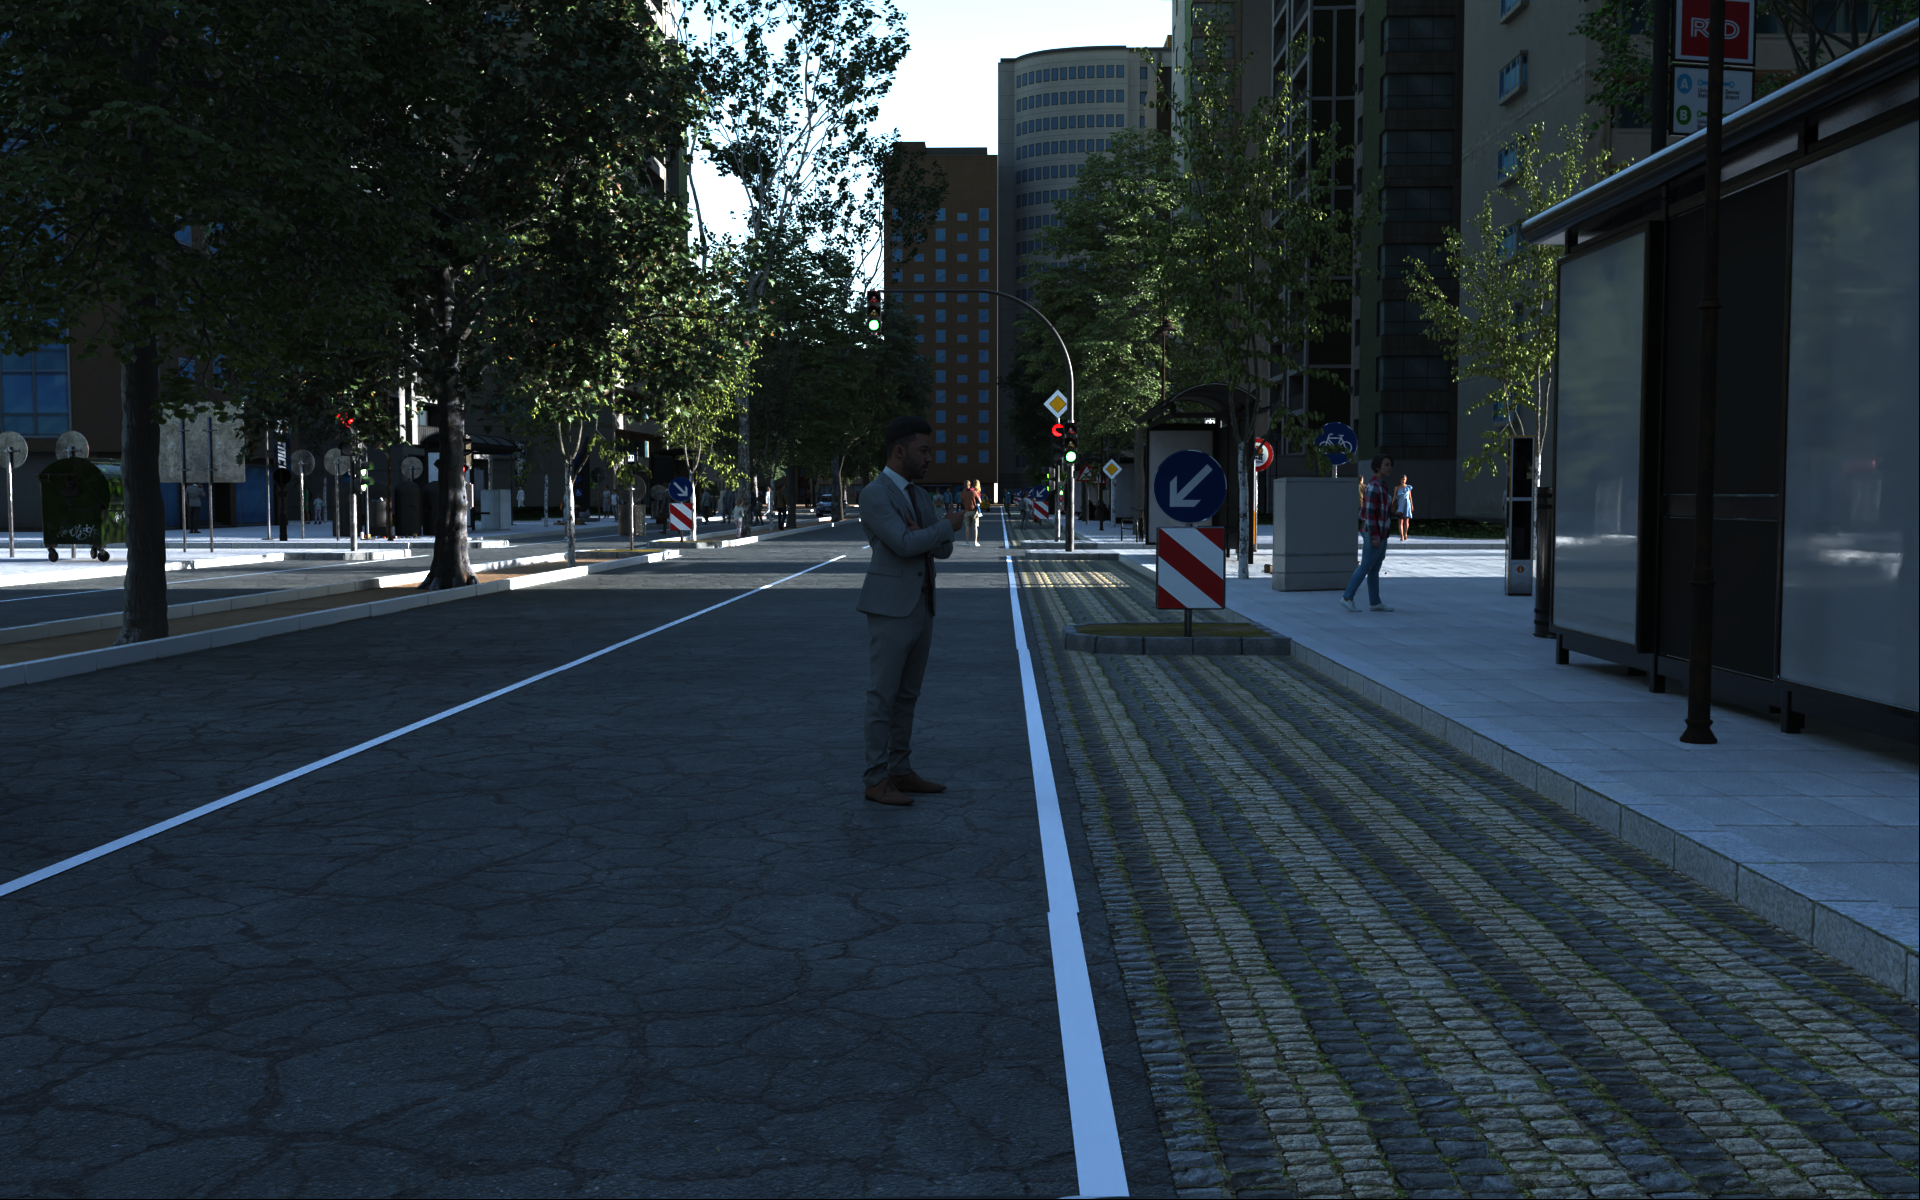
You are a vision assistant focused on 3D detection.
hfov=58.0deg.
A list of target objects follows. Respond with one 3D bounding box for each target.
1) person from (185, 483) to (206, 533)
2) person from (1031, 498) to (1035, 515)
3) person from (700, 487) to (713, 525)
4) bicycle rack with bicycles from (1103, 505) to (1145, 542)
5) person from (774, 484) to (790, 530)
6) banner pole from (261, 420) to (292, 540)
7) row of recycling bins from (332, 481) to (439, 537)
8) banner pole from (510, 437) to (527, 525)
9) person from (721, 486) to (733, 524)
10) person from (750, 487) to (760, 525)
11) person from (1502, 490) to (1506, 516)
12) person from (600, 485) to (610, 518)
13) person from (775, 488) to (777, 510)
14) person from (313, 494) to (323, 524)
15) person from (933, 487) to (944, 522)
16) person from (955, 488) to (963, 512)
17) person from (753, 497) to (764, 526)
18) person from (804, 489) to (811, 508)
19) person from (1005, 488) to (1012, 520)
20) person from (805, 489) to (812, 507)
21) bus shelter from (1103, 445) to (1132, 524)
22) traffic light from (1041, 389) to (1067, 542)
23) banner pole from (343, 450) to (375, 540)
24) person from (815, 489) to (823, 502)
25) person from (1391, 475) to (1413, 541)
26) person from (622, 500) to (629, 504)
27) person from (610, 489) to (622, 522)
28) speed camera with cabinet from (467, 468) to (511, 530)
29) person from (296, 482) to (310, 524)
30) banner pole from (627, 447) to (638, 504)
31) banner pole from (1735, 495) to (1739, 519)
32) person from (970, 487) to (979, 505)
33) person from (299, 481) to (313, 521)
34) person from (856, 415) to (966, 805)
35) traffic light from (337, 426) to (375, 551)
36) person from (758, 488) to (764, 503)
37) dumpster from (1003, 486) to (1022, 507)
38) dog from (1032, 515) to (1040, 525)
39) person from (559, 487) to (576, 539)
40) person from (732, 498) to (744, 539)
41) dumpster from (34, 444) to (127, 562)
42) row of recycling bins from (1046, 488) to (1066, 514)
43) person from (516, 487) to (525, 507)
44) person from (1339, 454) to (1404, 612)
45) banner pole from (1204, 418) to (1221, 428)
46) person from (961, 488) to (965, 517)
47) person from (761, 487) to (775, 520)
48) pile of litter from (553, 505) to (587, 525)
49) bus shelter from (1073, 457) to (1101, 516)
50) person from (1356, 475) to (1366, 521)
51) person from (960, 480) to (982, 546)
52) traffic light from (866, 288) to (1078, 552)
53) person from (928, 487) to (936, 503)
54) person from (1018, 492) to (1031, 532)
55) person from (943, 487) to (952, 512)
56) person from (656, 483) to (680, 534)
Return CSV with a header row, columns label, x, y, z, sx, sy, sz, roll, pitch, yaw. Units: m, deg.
label,x,y,z,sx,sy,sz,roll,pitch,yaw
person,-25.042,-3.086,56.688,0.592,1.802,0.473,1,4,10
person,4.077,-4.921,93.971,0.382,1.210,0.505,-1,4,-16
person,-11.692,-4.356,80.205,0.515,1.767,0.782,1,4,22
bicycle rack with bicycles,5.551,-2.059,47.046,2.852,0.926,2.925,0,4,-7
person,-7.041,-3.680,68.583,0.656,1.842,0.836,0,4,0
banner pole,-19.184,-3.583,48.601,0.863,3.779,0.401,-1,4,-19
row of recycling bins,-17.335,-2.806,52.998,3.534,1.692,1.069,-2,4,-32
banner pole,-18.250,-4.970,71.284,0.863,3.779,0.401,0,4,5
person,-11.320,-4.627,84.244,0.635,1.810,0.391,1,4,15
person,-9.644,-4.375,80.377,0.623,1.781,0.721,3,4,37
person,18.941,-3.224,59.503,0.466,1.731,0.760,-2,4,-27
person,-18.868,-5.229,92.109,0.480,1.755,0.524,1,4,22
person,-14.874,-8.216,140.892,0.721,1.766,1.217,1,4,16
person,-27.199,-3.854,73.331,0.394,1.301,0.425,2,4,28
person,-0.887,-3.672,69.544,0.512,1.701,0.522,-1,4,-14
person,-0.023,-6.185,109.638,0.660,1.820,0.620,1,4,10
person,-9.127,-4.028,78.626,0.475,1.303,0.640,2,4,32
person,-14.417,-9.595,163.649,0.721,1.743,1.217,-3,4,-36
person,2.671,-5.286,95.271,0.444,1.785,0.601,0,4,6
person,-15.180,-10.145,172.439,0.750,1.759,0.617,-3,4,-36
bus shelter,7.227,-4.828,72.857,2.014,3.302,5.546,0,4,1
traffic light,2.605,-3.524,46.540,0.839,4.253,0.868,0,4,1
banner pole,-16.792,-3.564,48.292,0.863,3.779,0.401,-2,4,-31
person,-14.468,-10.519,178.018,1.348,1.826,0.705,2,4,27
person,12.161,-2.541,47.678,0.616,1.811,0.778,1,4,17
person,-19.380,-5.761,100.439,0.606,1.804,0.583,-2,4,-31
person,-15.698,-4.304,79.006,0.503,1.515,0.523,0,4,-5
speed camera with cabinet,-17.061,-4.154,62.247,2.038,3.252,0.660,2,4,32
person,-27.996,-4.144,74.045,0.600,1.795,0.529,3,4,36
banner pole,-17.414,-6.265,92.456,0.401,3.779,0.863,3,5,44
banner pole,20.857,-3.460,46.594,0.401,3.779,0.863,0,4,7
person,0.735,-5.126,92.284,0.573,1.828,0.580,1,4,22
person,-31.081,-4.696,82.189,0.648,1.900,0.474,-3,5,-40
person,-0.219,0.035,8.108,0.466,1.800,0.511,1,4,14
traffic light,-13.633,-3.057,38.903,0.839,4.253,0.868,0,4,1
person,-19.059,-9.741,165.175,0.709,1.838,0.599,-1,4,-21
dumpster,5.550,-10.925,183.570,1.985,2.255,1.502,0,4,0
dog,3.443,-3.579,77.799,0.540,0.507,0.406,1,4,15
person,-12.434,-2.778,54.927,0.522,1.701,0.512,-1,4,-17
person,-6.693,-2.428,52.471,0.425,1.301,0.394,1,4,20
dumpster,-16.662,-1.892,33.433,1.502,2.255,1.985,0,4,1
row of recycling bins,7.179,-6.261,109.478,3.534,1.692,1.069,-1,4,-9
person,-30.558,-7.023,120.751,0.818,1.842,0.514,1,4,11
person,4.495,-0.734,18.889,0.643,1.720,0.563,1,4,21
banner pole,7.157,-3.596,48.805,0.863,3.779,0.401,-3,4,-37
person,0.303,-6.050,107.379,0.822,1.834,0.622,-3,5,-45
person,-10.796,-5.440,97.316,0.818,1.842,0.514,0,4,-3
pile of litter,-16.135,-3.545,71.932,1.719,0.858,1.176,3,5,39
bus shelter,7.218,-6.281,96.612,2.014,3.302,5.546,0,4,1
person,11.893,-2.767,51.199,0.656,1.842,0.836,-3,5,-43
person,0.348,-2.408,47.852,0.580,1.828,0.573,-2,4,-35
traffic light,0.331,-3.902,38.463,4.771,5.953,1.251,0,4,1
person,-1.460,-4.851,88.067,0.600,1.795,0.529,-2,4,-26
person,2.407,-3.286,64.820,0.503,1.515,0.523,0,4,-7
person,-0.711,-5.968,105.936,0.638,1.841,0.748,3,4,39
person,-10.412,-3.268,61.892,0.822,1.834,0.622,1,4,18
